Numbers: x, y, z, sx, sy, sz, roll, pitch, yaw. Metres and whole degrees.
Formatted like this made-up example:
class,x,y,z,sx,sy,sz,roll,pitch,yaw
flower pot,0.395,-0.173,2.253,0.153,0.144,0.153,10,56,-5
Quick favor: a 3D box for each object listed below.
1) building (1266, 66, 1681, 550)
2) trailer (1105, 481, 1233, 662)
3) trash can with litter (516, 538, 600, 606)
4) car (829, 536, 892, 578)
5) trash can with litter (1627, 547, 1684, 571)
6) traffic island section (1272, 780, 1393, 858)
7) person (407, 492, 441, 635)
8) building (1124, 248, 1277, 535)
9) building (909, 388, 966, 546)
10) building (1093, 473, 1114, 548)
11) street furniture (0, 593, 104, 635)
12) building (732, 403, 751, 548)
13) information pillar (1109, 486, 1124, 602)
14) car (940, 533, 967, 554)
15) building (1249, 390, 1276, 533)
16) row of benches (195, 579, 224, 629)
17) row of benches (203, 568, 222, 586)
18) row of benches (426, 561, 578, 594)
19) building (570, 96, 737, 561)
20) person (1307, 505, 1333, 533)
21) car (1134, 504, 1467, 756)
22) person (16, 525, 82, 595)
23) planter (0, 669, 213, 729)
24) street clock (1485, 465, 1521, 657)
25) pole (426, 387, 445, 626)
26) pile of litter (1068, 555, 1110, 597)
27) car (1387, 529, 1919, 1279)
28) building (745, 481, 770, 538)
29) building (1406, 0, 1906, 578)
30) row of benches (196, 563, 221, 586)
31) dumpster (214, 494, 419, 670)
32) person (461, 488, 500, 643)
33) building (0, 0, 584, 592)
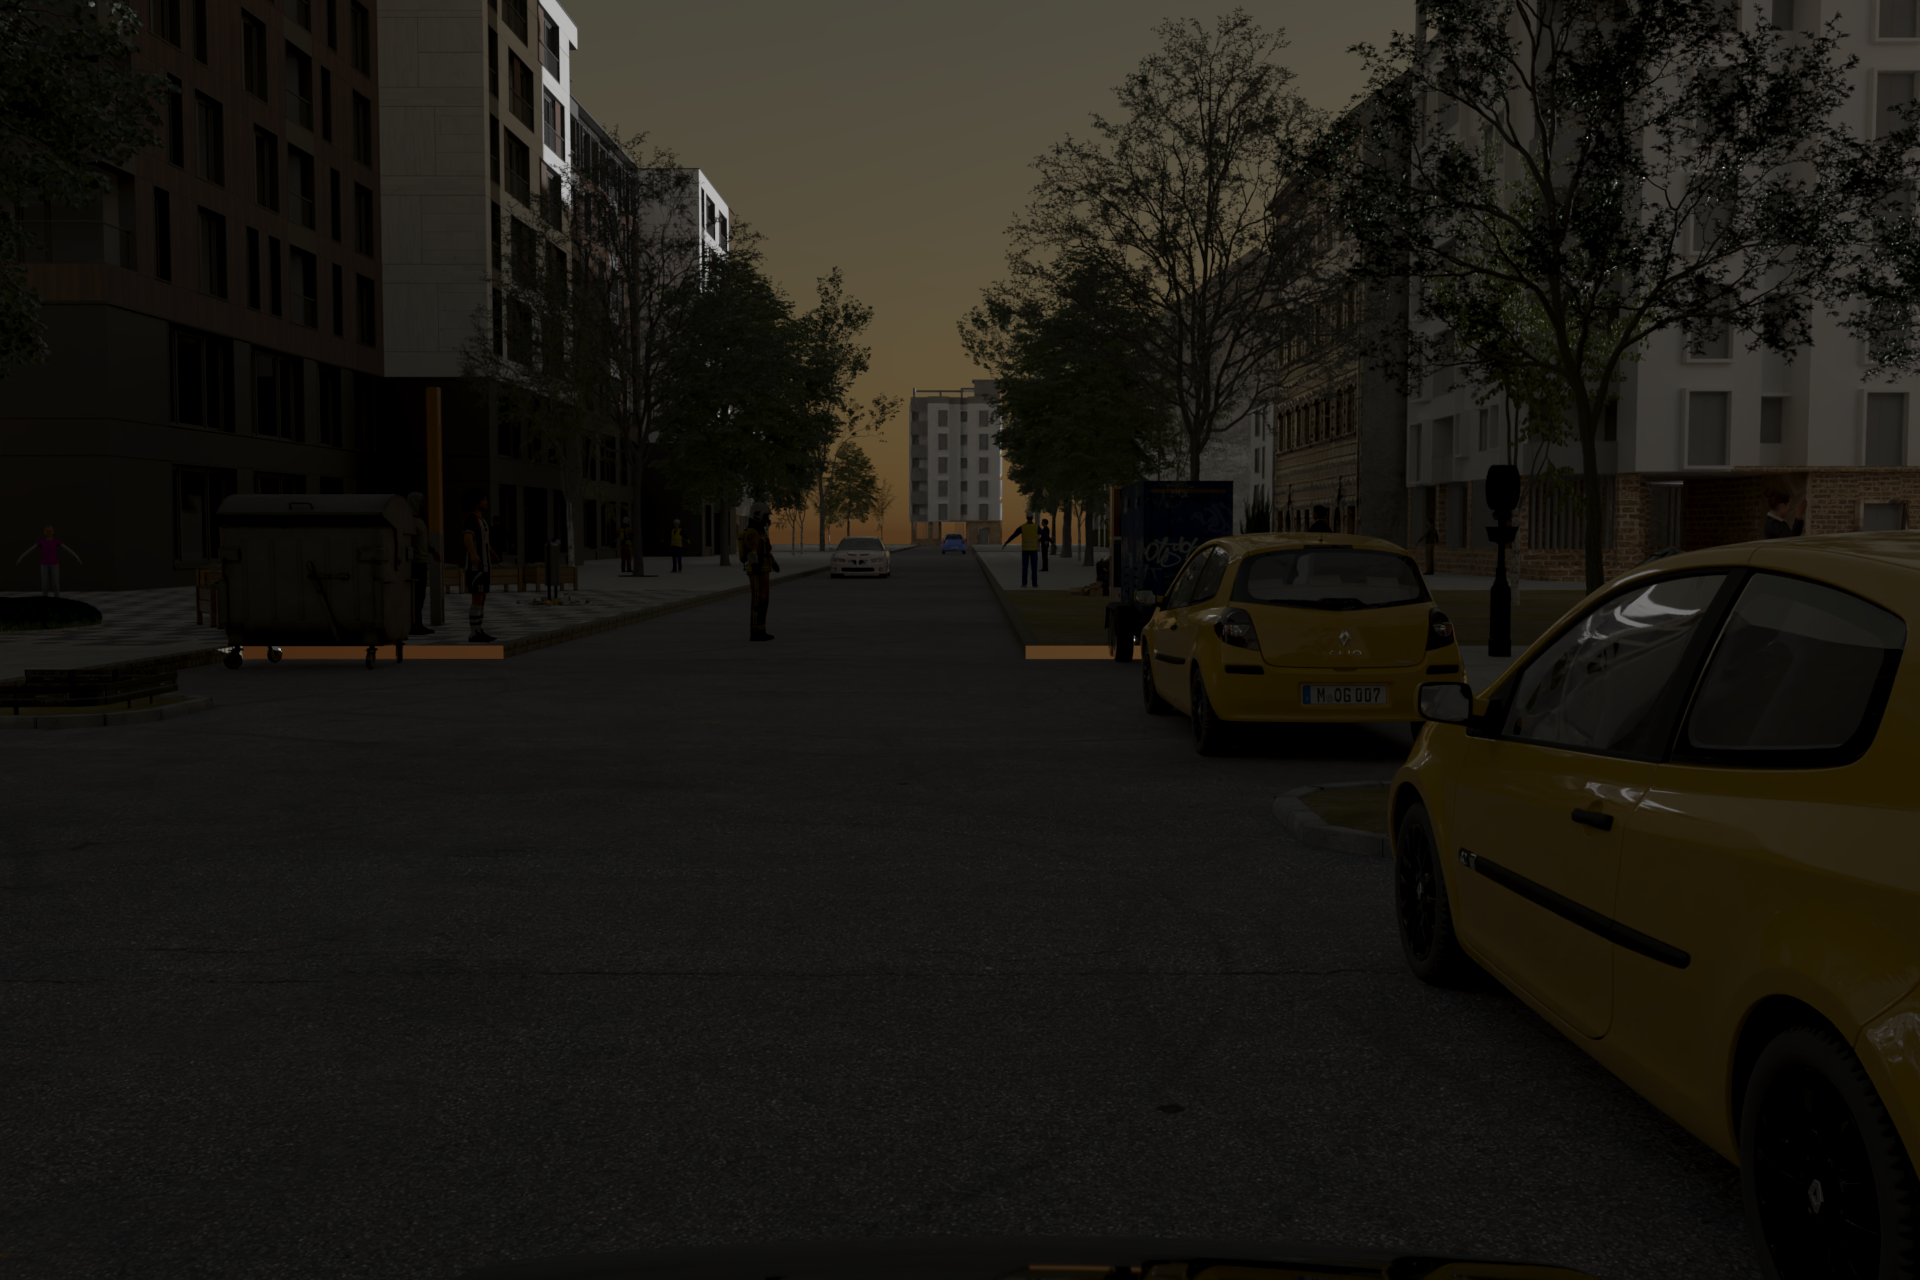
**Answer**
class,x,y,z,sx,sy,sz,roll,pitch,yaw
building,23.745,-14.684,71.018,19.493,23.208,18.063,0,4,1
trailer,2.444,-0.820,20.456,1.471,1.999,3.904,0,4,0
trash can with litter,-7.289,-1.269,31.812,1.678,1.210,2.233,0,4,0
car,-3.286,-2.773,57.694,2.083,1.381,4.827,0,4,0
trash can with litter,5.836,-0.232,15.174,1.055,1.170,0.624,0,4,0
traffic island section,2.587,0.880,8.471,1.991,0.108,1.994,0,4,1
person,-6.917,-0.979,22.133,0.705,1.813,1.348,0,4,-2
building,22.682,-19.013,141.796,19.493,23.208,18.063,0,4,1
building,-5.928,-21.814,215.527,11.380,20.090,16.016,0,4,-5
building,21.968,-18.517,169.204,16.747,18.905,31.486,0,4,0
street furniture,-16.881,-0.405,22.244,10.072,0.657,5.734,0,4,6
building,-24.570,-17.928,149.540,16.016,20.090,11.380,0,4,-1
information pillar,2.483,-1.369,26.871,0.304,2.012,0.304,0,4,-1
car,-0.449,-6.984,123.782,1.945,1.707,3.694,0,4,-1
building,22.473,-9.325,94.607,9.099,9.664,28.070,0,4,1
row of benches,-9.423,-0.462,23.016,1.422,0.672,4.104,-2,4,-34
row of benches,-12.699,-1.055,32.707,4.104,0.672,1.422,2,4,30
row of benches,-10.264,-1.366,37.791,1.422,0.672,4.104,3,5,44
building,-28.454,-15.352,94.979,27.936,21.610,32.646,0,4,0
person,5.587,-1.263,27.378,1.216,1.740,0.721,-3,5,-42
car,2.345,-0.148,12.644,2.015,1.641,3.980,0,4,-1
person,-15.335,-1.217,29.171,0.991,1.433,0.599,-1,4,-22
planter,-7.119,0.454,13.716,1.991,0.319,1.994,0,3,0
street clock,5.658,-0.828,18.104,0.358,2.002,0.471,0,3,0
pole,-7.334,-1.858,24.221,0.158,3.312,0.155,0,3,0
pile of litter,2.828,-1.358,36.170,1.176,0.858,1.719,0,4,0
car,2.300,0.358,4.371,2.015,1.641,3.980,0,4,0
building,-25.200,-19.185,170.086,16.016,20.090,11.380,0,4,1
building,20.747,-12.383,58.884,16.016,20.090,11.380,0,4,0
row of benches,-14.321,-1.248,35.872,4.104,0.672,1.422,2,4,30
dumpster,-6.944,-0.644,18.745,1.865,1.857,1.264,0,4,0
person,-5.705,-0.884,20.596,0.704,1.843,1.345,0,4,-5
building,-29.309,-12.851,54.095,27.936,21.610,32.646,0,3,0
